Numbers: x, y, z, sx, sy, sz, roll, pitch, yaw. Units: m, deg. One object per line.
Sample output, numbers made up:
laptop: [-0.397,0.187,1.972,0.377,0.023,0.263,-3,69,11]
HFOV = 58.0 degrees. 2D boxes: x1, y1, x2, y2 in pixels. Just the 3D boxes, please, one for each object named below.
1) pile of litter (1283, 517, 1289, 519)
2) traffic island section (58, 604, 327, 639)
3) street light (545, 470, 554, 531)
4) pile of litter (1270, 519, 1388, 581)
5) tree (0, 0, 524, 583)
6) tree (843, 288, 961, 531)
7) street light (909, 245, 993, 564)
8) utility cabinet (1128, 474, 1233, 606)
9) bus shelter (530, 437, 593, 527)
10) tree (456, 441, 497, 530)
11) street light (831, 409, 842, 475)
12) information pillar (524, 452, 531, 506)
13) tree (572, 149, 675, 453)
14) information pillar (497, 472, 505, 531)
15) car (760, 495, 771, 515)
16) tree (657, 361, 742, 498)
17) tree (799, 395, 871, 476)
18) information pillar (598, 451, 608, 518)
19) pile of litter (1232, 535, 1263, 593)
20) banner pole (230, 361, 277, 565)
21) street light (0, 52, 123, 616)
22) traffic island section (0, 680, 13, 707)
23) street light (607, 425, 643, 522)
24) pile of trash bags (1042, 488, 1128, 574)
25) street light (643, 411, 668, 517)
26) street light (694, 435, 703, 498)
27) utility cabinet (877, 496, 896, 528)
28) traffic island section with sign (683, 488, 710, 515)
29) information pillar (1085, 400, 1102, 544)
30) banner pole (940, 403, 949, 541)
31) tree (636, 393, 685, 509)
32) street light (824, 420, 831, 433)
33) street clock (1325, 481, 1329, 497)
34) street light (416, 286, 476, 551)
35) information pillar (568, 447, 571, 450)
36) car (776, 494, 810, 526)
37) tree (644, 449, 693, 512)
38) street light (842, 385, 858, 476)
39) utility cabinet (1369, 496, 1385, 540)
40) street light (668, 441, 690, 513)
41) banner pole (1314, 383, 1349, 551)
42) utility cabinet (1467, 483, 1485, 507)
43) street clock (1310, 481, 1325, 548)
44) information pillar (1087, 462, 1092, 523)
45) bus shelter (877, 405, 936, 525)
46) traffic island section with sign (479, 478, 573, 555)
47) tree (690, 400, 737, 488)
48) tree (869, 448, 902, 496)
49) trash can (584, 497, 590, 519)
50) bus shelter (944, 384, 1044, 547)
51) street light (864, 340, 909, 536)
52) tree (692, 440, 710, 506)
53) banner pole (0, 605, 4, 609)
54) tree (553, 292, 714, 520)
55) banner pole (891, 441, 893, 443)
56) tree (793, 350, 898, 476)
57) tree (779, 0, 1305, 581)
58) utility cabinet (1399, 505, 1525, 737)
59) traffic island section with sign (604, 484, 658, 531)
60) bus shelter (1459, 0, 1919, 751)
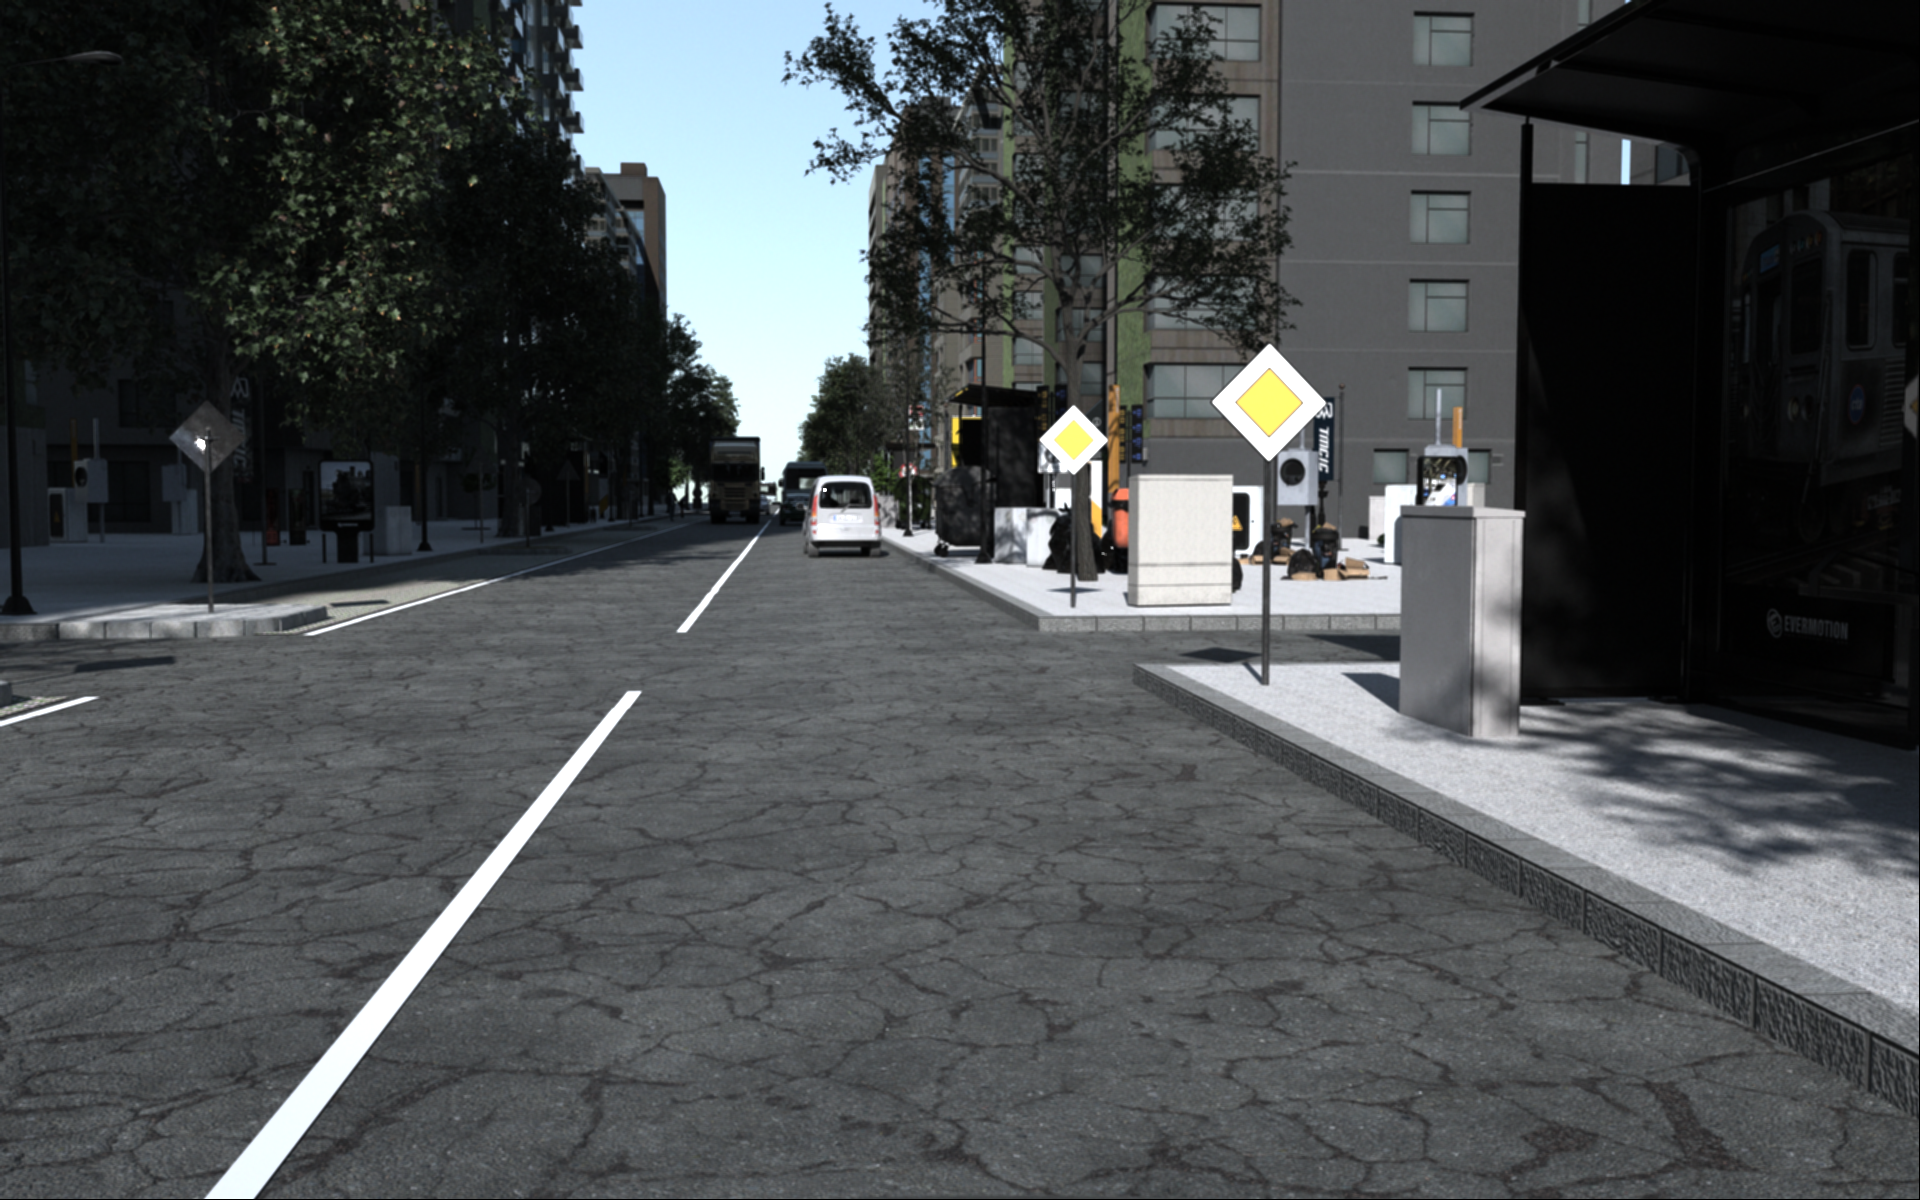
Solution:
pile of litter: [5.765,-1.076,31.559,1.176,0.858,1.719,-3,4,-38]
traffic island section: [-8.101,0.220,18.687,2.009,0.180,2.903,0,4,-6]
street light: [-13.574,-5.313,59.413,1.470,5.913,1.316,0,4,-6]
pile of litter: [5.658,-0.744,26.136,1.719,0.858,1.176,0,4,0]
tree: [-10.809,-6.601,24.939,9.611,12.733,9.660,0,3,0]
tree: [-1.777,-6.623,58.641,4.360,8.622,3.978,0,3,0]
street light: [-0.106,-3.623,31.781,1.470,5.913,1.316,0,4,-6]
utility cabinet: [2.521,-0.683,19.850,1.173,1.500,0.318,-1,4,-17]
bus shelter: [-16.211,-4.858,70.709,1.731,3.624,6.357,0,4,-5]
tree: [-17.589,-4.155,62.532,1.663,3.219,1.824,0,3,0]
street light: [-6.122,-7.445,94.261,1.470,5.913,1.316,0,4,-6]
information pillar: [-23.205,-6.223,93.095,0.504,3.616,0.183,1,4,21]
tree: [-13.280,-8.218,51.379,9.611,12.733,9.660,0,3,0]
information pillar: [-15.410,-3.300,58.441,0.304,2.012,0.304,1,4,14]
car: [-14.213,-6.644,120.995,2.083,1.381,4.827,0,4,-6]
tree: [-25.415,-15.961,167.612,9.857,13.997,8.962,0,3,0]
tree: [-11.447,-15.090,164.848,7.486,12.596,7.792,0,3,0]
information pillar: [-18.853,-6.124,91.482,0.504,3.616,0.183,-2,4,-35]
pile of litter: [3.184,-0.548,22.925,1.176,0.858,1.719,2,4,32]
banner pole: [-12.760,-2.512,31.081,0.863,3.779,0.401,-3,4,-36]
street light: [-9.498,-2.799,18.307,1.470,5.913,1.316,0,4,-6]
traffic island section: [-7.327,0.706,10.739,2.009,0.180,2.903,0,4,-6]
street light: [-15.610,-6.578,80.085,1.470,5.913,1.316,0,4,-6]
pile of trash bags: [2.455,-1.129,28.209,1.912,1.369,3.447,0,4,-5]
street light: [-17.014,-7.505,95.251,1.470,5.913,1.316,0,4,-6]
street light: [-20.988,-10.061,137.036,1.470,5.913,1.316,0,4,-6]
utility cabinet: [-2.858,-3.358,66.069,0.306,1.237,1.020,-3,4,-37]
traffic island section with sign: [-17.731,-6.654,117.423,1.989,1.847,2.006,0,4,-6]
information pillar: [3.303,-3.155,42.944,0.504,3.616,0.183,-1,4,-19]
banner pole: [-0.357,-3.509,47.384,0.401,3.779,0.863,0,4,-7]
tree: [-23.773,-13.184,149.970,8.767,10.594,7.601,-1,4,-19]
street light: [-7.617,-8.298,108.208,1.470,5.913,1.316,0,4,-6]
street clock: [9.377,-2.467,44.899,0.358,2.002,0.471,0,4,5]
street light: [-11.500,-4.054,38.821,1.470,5.913,1.316,0,4,-6]
information pillar: [-18.681,-5.559,82.252,0.504,3.616,0.183,-1,4,-17]
car: [-7.463,-4.198,80.441,2.131,1.459,4.920,0,4,-6]
tree: [-21.307,-8.720,126.278,4.285,4.588,4.351,0,3,0]
street light: [-4.170,-6.190,73.743,1.470,5.913,1.316,0,4,-6]
utility cabinet: [11.933,-2.273,48.324,1.020,1.237,0.306,1,4,14]
street light: [-19.035,-8.774,116.000,1.470,5.913,1.316,0,4,-6]
banner pole: [8.428,-3.019,39.378,0.863,3.779,0.401,1,4,22]
utility cabinet: [10.181,-1.580,34.515,0.318,1.500,1.173,2,4,26]
street clock: [8.361,-2.232,41.057,0.358,2.002,0.471,0,4,4]
information pillar: [2.852,-2.158,39.771,0.304,2.012,0.304,0,4,-5]
bus shelter: [-2.423,-5.977,75.353,2.179,5.291,8.768,0,4,-6]
traffic island section with sign: [-10.311,-1.997,41.279,1.989,1.847,2.006,0,4,-6]
tree: [-29.717,-17.690,207.351,7.486,12.596,7.792,0,3,0]
tree: [-3.173,-4.546,68.928,1.663,3.219,1.824,0,3,0]
trash can: [-18.446,-4.473,84.794,0.748,1.137,0.748,0,3,0]
bus shelter: [0.754,-2.982,40.044,1.731,3.624,6.357,0,4,-5]
street light: [-2.113,-4.878,52.294,1.470,5.913,1.316,0,4,-6]
tree: [-26.762,-14.271,183.698,4.360,8.622,3.978,0,3,0]
banner pole: [-10.754,-1.779,19.096,0.401,3.779,0.863,-3,4,-38]
tree: [-16.968,-9.839,86.617,9.928,11.665,9.643,0,3,0]
banner pole: [-3.377,-5.583,81.293,0.863,3.779,0.401,2,4,31]
tree: [-8.793,-13.535,138.308,9.611,12.733,9.660,0,3,0]
tree: [1.581,-5.566,25.424,7.601,10.594,8.767,1,4,23]
utility cabinet: [2.772,0.095,9.617,0.306,1.237,1.020,0,4,-7]
traffic island section with sign: [-12.925,-3.638,68.108,1.989,1.847,2.006,0,4,-6]
bus shelter: [4.141,-0.992,7.503,1.731,3.624,6.357,0,4,-6]
